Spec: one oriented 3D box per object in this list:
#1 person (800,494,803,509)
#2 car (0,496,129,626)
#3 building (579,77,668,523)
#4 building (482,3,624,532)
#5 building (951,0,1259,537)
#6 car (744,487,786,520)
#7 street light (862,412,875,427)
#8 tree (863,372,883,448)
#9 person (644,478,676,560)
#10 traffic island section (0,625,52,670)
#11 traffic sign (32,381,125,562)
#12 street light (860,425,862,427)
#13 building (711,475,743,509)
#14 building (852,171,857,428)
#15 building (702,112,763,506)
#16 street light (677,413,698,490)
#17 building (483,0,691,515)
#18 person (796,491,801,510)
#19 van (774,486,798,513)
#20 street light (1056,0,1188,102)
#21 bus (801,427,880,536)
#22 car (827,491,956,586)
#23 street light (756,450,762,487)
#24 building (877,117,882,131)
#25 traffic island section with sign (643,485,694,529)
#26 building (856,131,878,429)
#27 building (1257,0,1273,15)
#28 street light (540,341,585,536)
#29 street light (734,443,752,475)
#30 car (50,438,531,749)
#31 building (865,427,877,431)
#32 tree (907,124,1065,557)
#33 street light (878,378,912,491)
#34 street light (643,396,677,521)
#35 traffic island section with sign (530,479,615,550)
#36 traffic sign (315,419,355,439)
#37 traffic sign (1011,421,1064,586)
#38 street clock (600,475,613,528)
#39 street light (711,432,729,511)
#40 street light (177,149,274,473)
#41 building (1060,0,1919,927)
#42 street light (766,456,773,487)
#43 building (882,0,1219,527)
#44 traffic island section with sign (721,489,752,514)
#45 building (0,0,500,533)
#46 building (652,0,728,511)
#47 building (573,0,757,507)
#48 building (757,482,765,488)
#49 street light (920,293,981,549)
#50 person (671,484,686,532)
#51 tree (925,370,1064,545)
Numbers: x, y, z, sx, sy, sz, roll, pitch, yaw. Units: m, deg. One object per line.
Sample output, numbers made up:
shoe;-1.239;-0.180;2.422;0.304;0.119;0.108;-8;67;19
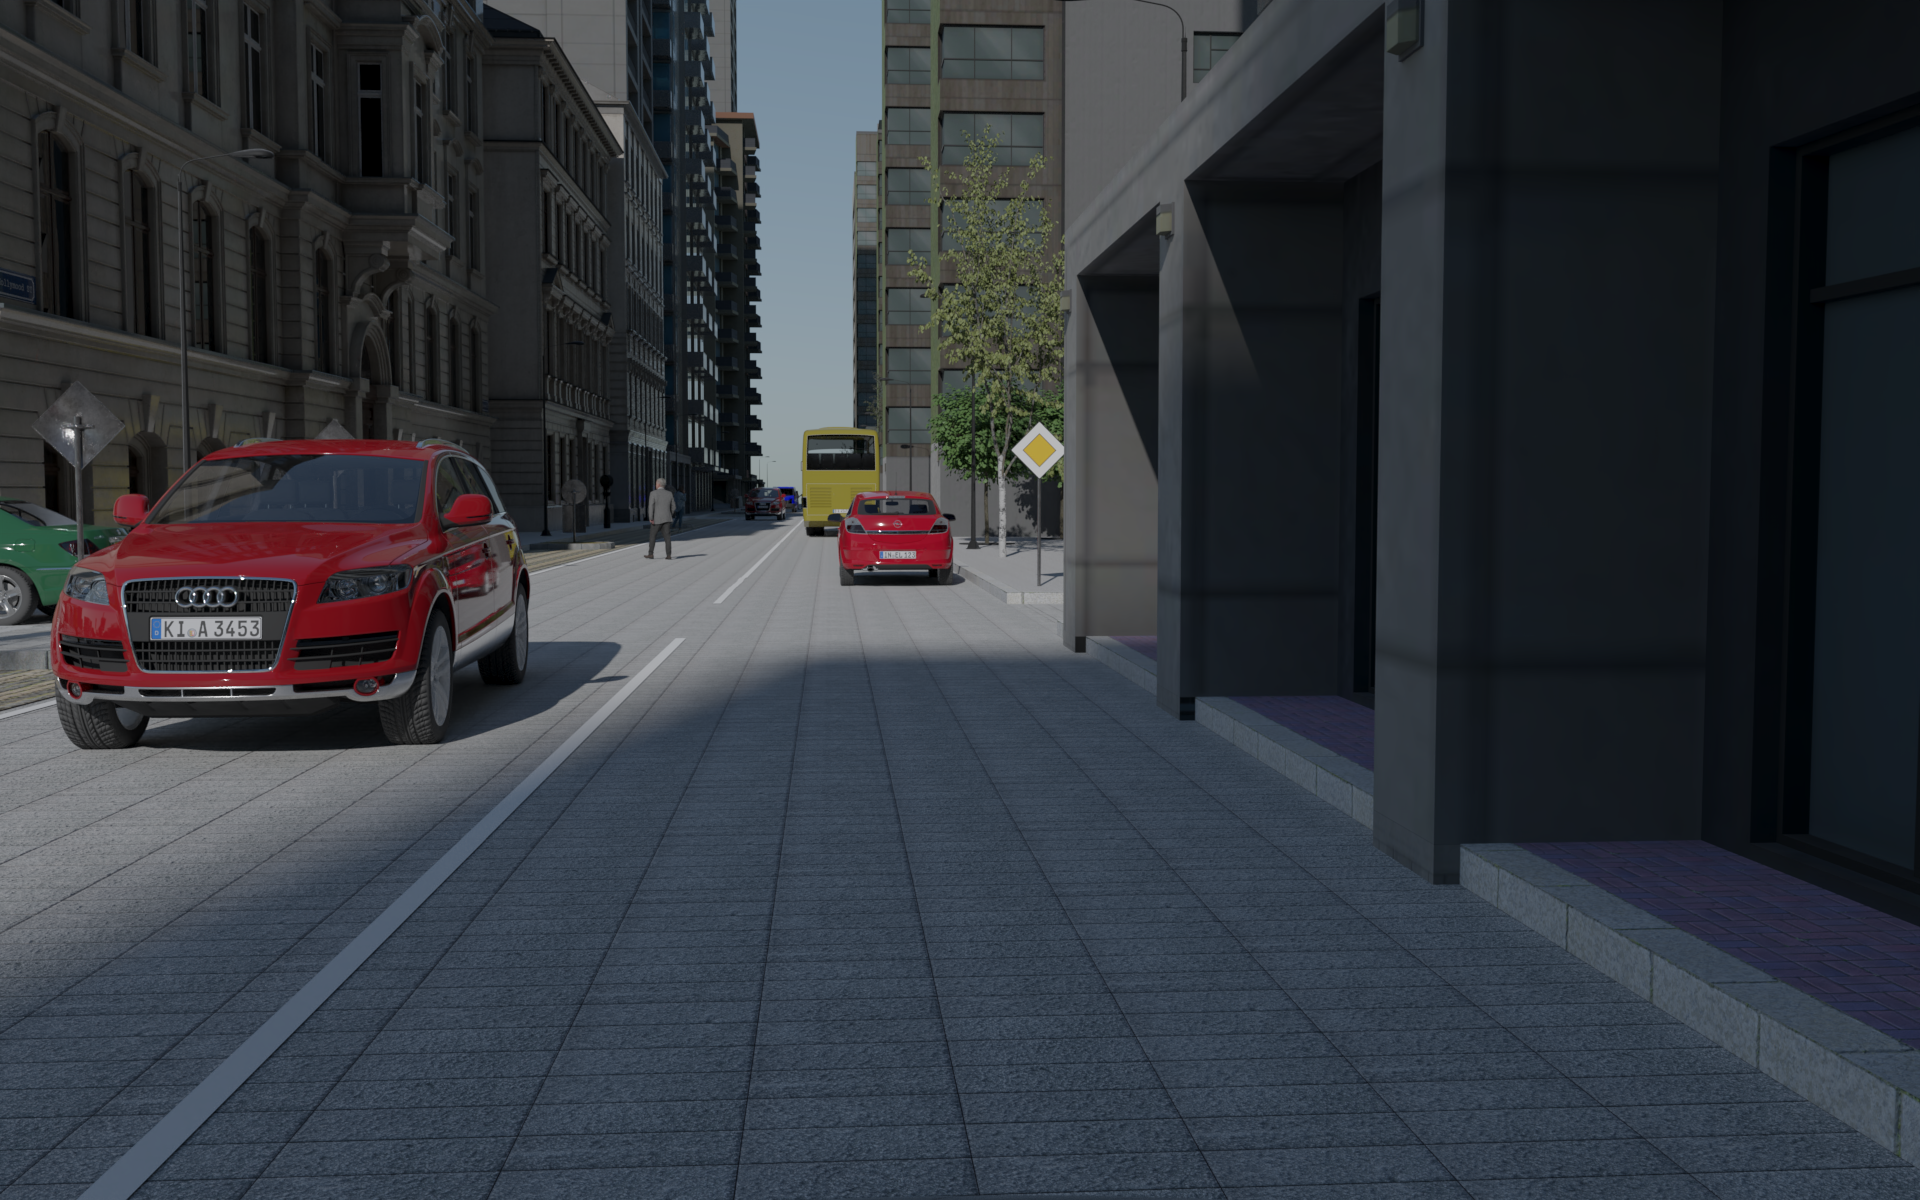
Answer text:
person;-14.908;-9.468;164.121;1.217;1.723;0.721;1;4;16
car;-11.876;-0.471;19.506;4.920;1.459;2.131;0;4;-6
building;-20.058;-14.437;85.189;9.793;20.994;18.267;0;4;-4
building;-19.300;-12.348;66.510;10.561;19.102;19.286;0;4;-4
building;5.897;-17.527;58.264;14.160;30.474;14.107;0;4;-4
car;-10.745;-5.330;95.817;2.281;1.827;5.304;0;4;-3
street light;-4.702;-7.710;98.605;1.470;5.913;1.316;0;4;-4
tree;-2.988;-8.861;95.236;4.360;8.622;3.978;0;3;0
person;-6.603;-1.780;37.999;0.661;1.777;0.834;-3;5;-44
traffic island section;-7.846;0.417;15.460;2.009;0.180;2.903;0;4;-4
traffic sign;-7.823;-0.719;15.400;0.795;2.450;0.064;0;4;-4
street light;-5.997;-8.813;116.631;1.470;5.913;1.316;0;4;-4
building;-36.782;-28.624;159.885;32.217;40.220;23.993;0;4;-4
building;-4.508;-38.157;247.562;21.300;48.544;21.600;0;4;-4
building;-33.650;-33.017;194.460;22.147;44.769;28.867;0;4;-4
street light;-15.738;-7.762;99.447;1.470;5.913;1.316;0;4;-4
building;-27.481;-40.857;106.271;20.563;71.187;20.611;0;4;-4
person;-14.932;-9.135;158.525;0.621;1.740;0.551;1;4;12
van;-13.627;-7.926;133.972;2.240;2.365;5.245;0;4;-3
street light;1.520;-2.660;16.029;1.470;5.913;1.316;0;4;-4
bus;-4.351;-4.333;62.393;2.896;3.916;12.252;0;4;-5
car;-1.106;-1.192;28.531;2.155;1.783;4.494;0;4;-4
street light;-21.796;-12.892;183.319;1.470;5.913;1.316;0;4;-4
building;-0.774;-36.809;221.437;23.786;49.044;30.456;0;4;-4
traffic island section with sign;-12.118;-3.885;72.142;1.989;1.847;2.006;0;4;-4
building;-4.898;-31.499;198.607;14.154;41.232;14.086;0;4;-4
building;20.962;-25.312;33.468;30.456;49.044;23.786;0;4;-4
street light;-12.101;-4.905;52.742;1.470;5.913;1.316;0;4;-4
street light;-20.092;-11.385;158.685;1.470;5.913;1.316;0;4;-4
car;-4.154;-0.173;11.499;2.281;1.827;5.304;0;4;-6
building;2.601;-51.735;158.531;22.319;86.520;31.000;0;4;-4
tree;0.899;-5.159;34.708;4.737;8.622;4.395;0;3;0
street light;-2.516;-5.921;69.357;1.470;5.913;1.316;0;4;-4
street light;-14.324;-6.694;81.987;1.470;5.913;1.316;0;4;-4
traffic island section with sign;-10.087;-2.241;45.263;1.989;1.847;2.006;0;4;-4
traffic sign;-8.421;-1.206;23.363;0.795;2.450;0.064;0;4;-4
traffic sign;1.098;-1.248;24.055;0.795;2.450;0.064;0;4;-4
street clock;-13.187;-3.675;64.653;0.471;2.002;0.358;2;4;26
street light;-17.850;-9.551;128.701;1.470;5.913;1.316;0;4;-4
street light;-9.936;-3.113;23.435;1.470;5.913;1.316;0;4;-4
building;11.921;-34.648;4.746;20.563;71.187;20.611;0;4;-4
street light;-24.114;-14.716;213.146;1.470;5.913;1.316;0;4;-4
building;3.337;-18.891;80.572;14.160;30.474;14.107;0;4;-4
traffic island section with sign;-15.957;-7.008;123.202;1.989;1.847;2.006;0;4;-4
building;-19.210;-13.446;38.934;14.460;24.649;34.723;0;4;-4
building;-30.383;-31.380;132.664;23.786;49.044;30.456;0;4;-4
building;-36.266;-47.719;218.461;20.563;71.187;20.611;0;4;-4
building;-43.825;-33.711;243.053;32.217;40.220;23.993;0;4;-4
street light;-0.230;-4.133;40.116;1.470;5.913;1.316;0;4;-4
person;-10.622;-3.460;65.329;0.793;1.790;0.793;1;4;13
tree;0.757;-3.698;44.176;4.285;4.588;4.351;0;3;0
